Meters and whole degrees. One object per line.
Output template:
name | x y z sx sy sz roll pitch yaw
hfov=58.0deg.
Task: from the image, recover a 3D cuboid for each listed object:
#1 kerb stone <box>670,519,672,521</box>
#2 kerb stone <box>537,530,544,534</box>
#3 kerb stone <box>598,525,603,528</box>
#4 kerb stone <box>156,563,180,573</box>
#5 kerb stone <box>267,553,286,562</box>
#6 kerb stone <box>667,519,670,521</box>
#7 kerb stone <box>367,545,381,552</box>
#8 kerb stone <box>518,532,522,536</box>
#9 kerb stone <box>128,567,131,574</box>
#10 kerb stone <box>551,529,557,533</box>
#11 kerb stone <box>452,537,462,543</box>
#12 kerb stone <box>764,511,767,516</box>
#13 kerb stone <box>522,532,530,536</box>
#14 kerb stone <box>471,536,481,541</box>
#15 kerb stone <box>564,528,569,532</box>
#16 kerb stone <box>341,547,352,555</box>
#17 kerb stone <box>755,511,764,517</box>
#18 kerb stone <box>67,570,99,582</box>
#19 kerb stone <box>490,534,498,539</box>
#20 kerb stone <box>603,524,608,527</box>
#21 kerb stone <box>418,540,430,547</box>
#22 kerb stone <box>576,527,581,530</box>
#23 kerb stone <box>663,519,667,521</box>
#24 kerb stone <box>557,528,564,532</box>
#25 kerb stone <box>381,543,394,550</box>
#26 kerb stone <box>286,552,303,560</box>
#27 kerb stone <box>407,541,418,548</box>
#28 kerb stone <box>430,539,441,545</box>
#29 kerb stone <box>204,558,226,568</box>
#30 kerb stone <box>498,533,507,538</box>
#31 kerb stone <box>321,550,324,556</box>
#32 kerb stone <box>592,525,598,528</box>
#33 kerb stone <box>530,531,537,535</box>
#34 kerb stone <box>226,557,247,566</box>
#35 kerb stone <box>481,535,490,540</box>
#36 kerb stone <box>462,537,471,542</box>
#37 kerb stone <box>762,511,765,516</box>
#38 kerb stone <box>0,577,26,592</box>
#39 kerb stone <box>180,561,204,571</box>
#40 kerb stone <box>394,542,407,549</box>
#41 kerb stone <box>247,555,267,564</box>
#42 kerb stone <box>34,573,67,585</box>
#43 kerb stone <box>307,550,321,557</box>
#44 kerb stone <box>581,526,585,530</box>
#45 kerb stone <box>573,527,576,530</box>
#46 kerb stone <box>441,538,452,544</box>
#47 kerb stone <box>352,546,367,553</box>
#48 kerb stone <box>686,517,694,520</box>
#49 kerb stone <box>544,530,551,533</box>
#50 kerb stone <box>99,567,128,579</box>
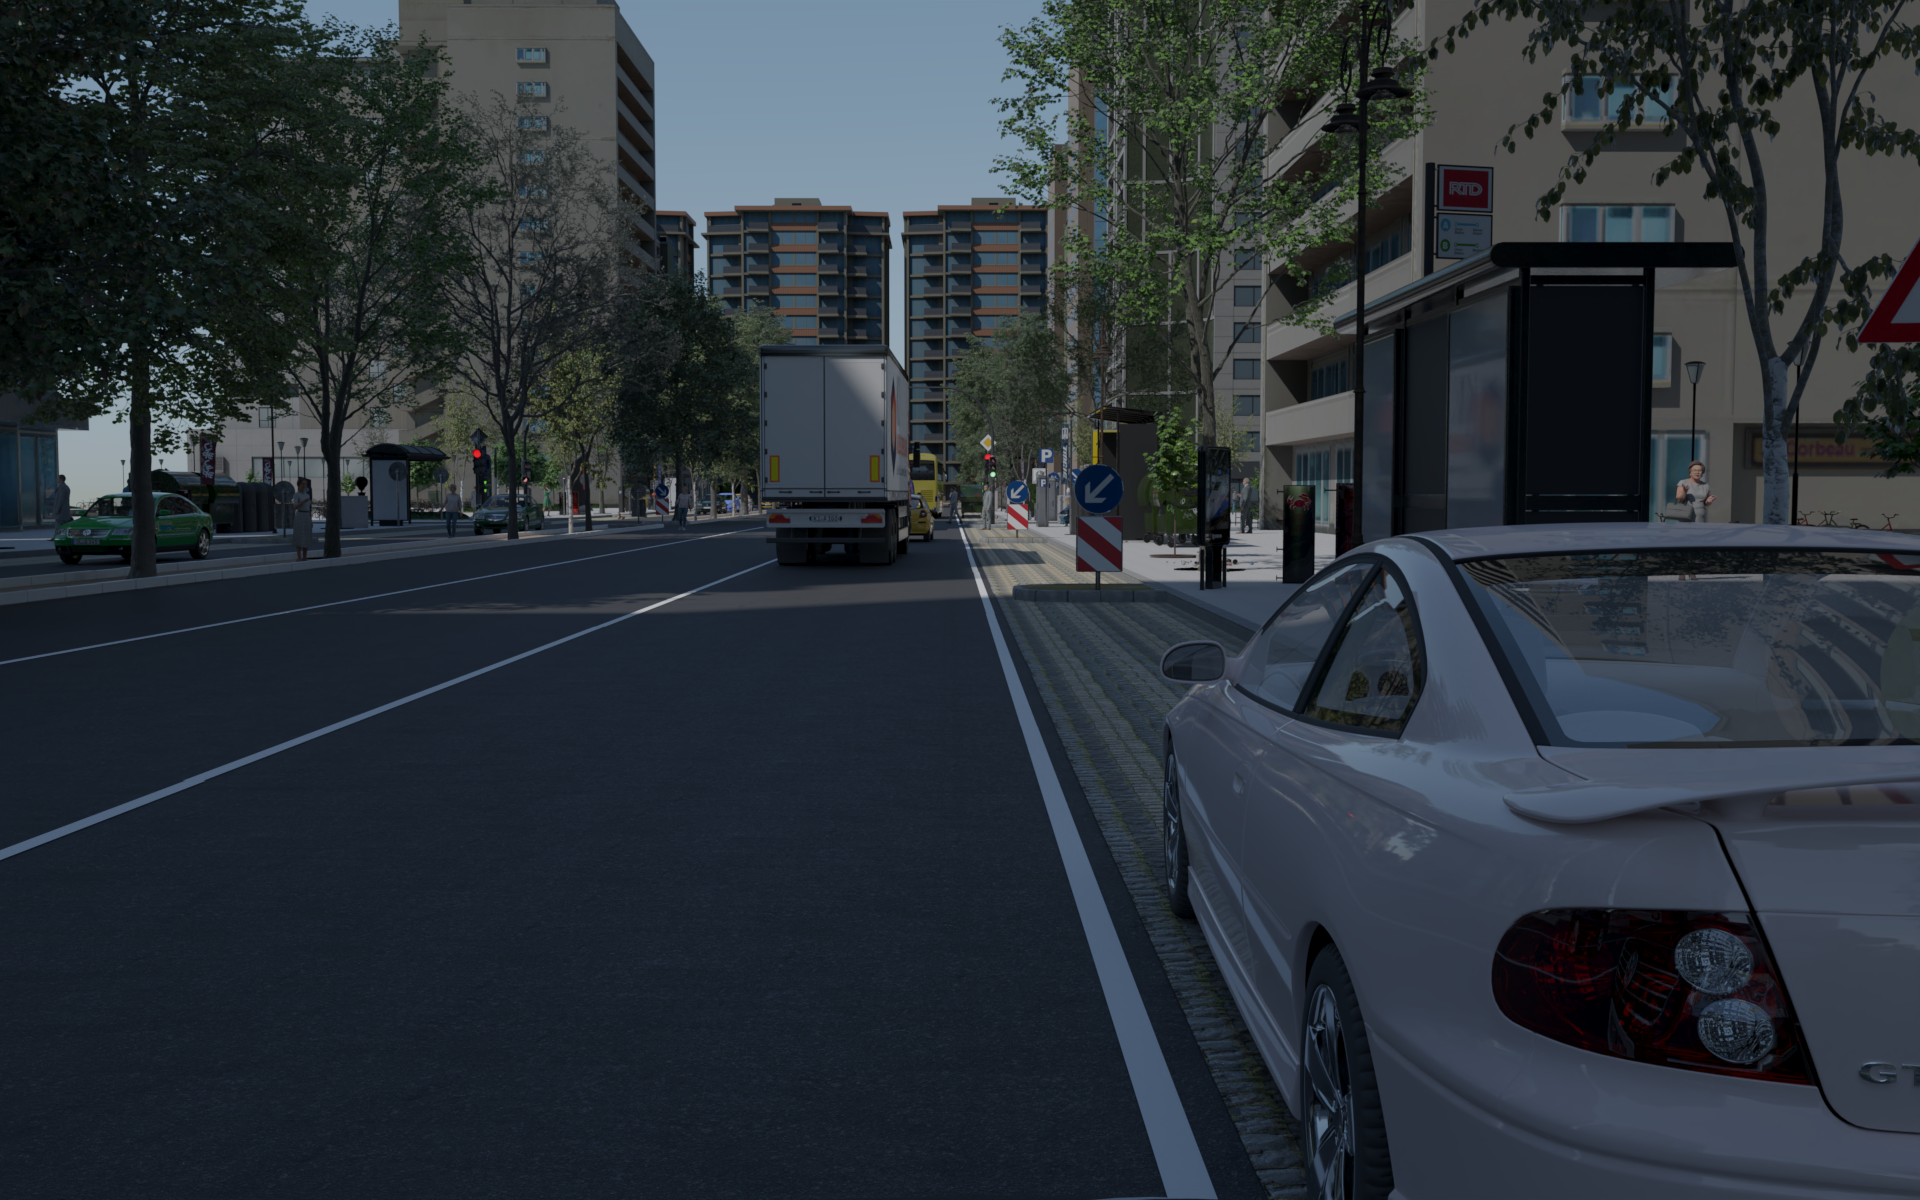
kerb stone | -14.938 -4.059 88.558 0.120 0.150 1.000 0 4 0
kerb stone | -14.756 -2.331 60.314 0.120 0.150 1.000 0 4 0
kerb stone | -14.817 -2.957 70.547 0.120 0.150 1.000 0 4 0
kerb stone | -14.566 -0.576 31.611 0.120 0.150 1.000 0 4 0
kerb stone | -14.596 -0.887 36.725 0.120 0.150 1.000 0 4 0
kerb stone | -14.932 -3.996 87.535 0.120 0.150 1.000 0 4 0
kerb stone | -14.637 -1.261 42.888 0.120 0.150 1.000 0 4 0
kerb stone | -14.729 -2.144 57.248 0.120 0.150 1.000 0 4 0
kerb stone | -14.565 -0.513 30.589 0.120 0.150 1.000 0 4 0
kerb stone | -14.759 -2.456 62.357 0.120 0.150 1.000 0 4 0
kerb stone | -14.681 -1.706 50.082 0.120 0.150 1.000 0 4 0
kerb stone | -13.026 -5.816 117.295 0.120 0.150 1.000 0 4 0
kerb stone | -14.736 -2.206 58.270 0.120 0.150 1.000 0 4 0
kerb stone | -14.694 -1.831 52.130 0.120 0.150 1.000 0 4 0
kerb stone | -14.769 -2.582 64.414 0.120 0.150 1.000 0 4 0
kerb stone | -14.622 -1.134 40.837 0.120 0.150 1.000 0 4 0
kerb stone | -12.983 -5.504 112.181 0.120 0.150 1.000 0 4 0
kerb stone | -14.541 -0.388 28.541 0.120 0.150 1.000 0 4 0
kerb stone | -14.712 -1.956 54.179 0.120 0.150 1.000 0 4 0
kerb stone | -14.823 -3.016 71.569 0.120 0.150 1.000 0 4 0
kerb stone | -14.668 -1.517 46.999 0.120 0.150 1.000 0 4 0
kerb stone | -14.789 -2.706 66.459 0.120 0.150 1.000 0 4 0
kerb stone | -14.923 -3.934 86.513 0.120 0.150 1.000 0 4 0
kerb stone | -14.772 -2.512 63.384 0.120 0.150 1.000 0 4 0
kerb stone | -14.641 -1.327 43.917 0.120 0.150 1.000 0 4 0
kerb stone | -14.610 -0.952 37.753 0.120 0.150 1.000 0 4 0
kerb stone | -14.657 -1.455 45.977 0.120 0.150 1.000 0 4 0
kerb stone | -14.677 -1.573 48.027 0.120 0.150 1.000 0 4 0
kerb stone | -14.575 -0.697 33.657 0.120 0.150 1.000 0 4 0
kerb stone | -14.715 -2.019 55.201 0.120 0.150 1.000 0 4 0
kerb stone | -14.618 -1.077 39.806 0.120 0.150 1.000 0 4 0
kerb stone | -14.809 -2.893 69.525 0.120 0.150 1.000 0 4 0
kerb stone | -14.745 -2.263 59.292 0.120 0.150 1.000 0 4 0
kerb stone | -14.588 -0.763 34.678 0.120 0.150 1.000 0 4 0
kerb stone | -14.705 -1.892 53.157 0.120 0.150 1.000 0 4 0
kerb stone | -14.694 -1.768 51.108 0.120 0.150 1.000 0 4 0
kerb stone | -12.995 -5.566 113.203 0.120 0.150 1.000 0 4 0
kerb stone | -14.533 -0.260 26.491 0.120 0.150 1.000 0 4 0
kerb stone | -14.567 -0.638 32.634 0.120 0.150 1.000 0 4 0
kerb stone | -14.643 -1.391 44.939 0.120 0.150 1.000 0 4 0
kerb stone | -14.596 -0.822 35.700 0.120 0.150 1.000 0 4 0
kerb stone | -14.539 -0.324 27.513 0.120 0.150 1.000 0 4 0
kerb stone | -14.611 -1.014 38.781 0.120 0.150 1.000 0 4 0
kerb stone | -14.794 -2.769 67.481 0.120 0.150 1.000 0 4 0
kerb stone | -14.786 -2.645 65.437 0.120 0.150 1.000 0 4 0
kerb stone | -14.675 -1.643 49.058 0.120 0.150 1.000 0 4 0
kerb stone | -14.627 -1.202 41.860 0.120 0.150 1.000 0 4 0
kerb stone | -14.977 -4.496 95.733 0.120 0.150 1.000 0 4 0
kerb stone | -14.755 -2.394 61.336 0.120 0.150 1.000 0 4 0
kerb stone | -14.553 -0.443 29.563 0.120 0.150 1.000 0 4 0
